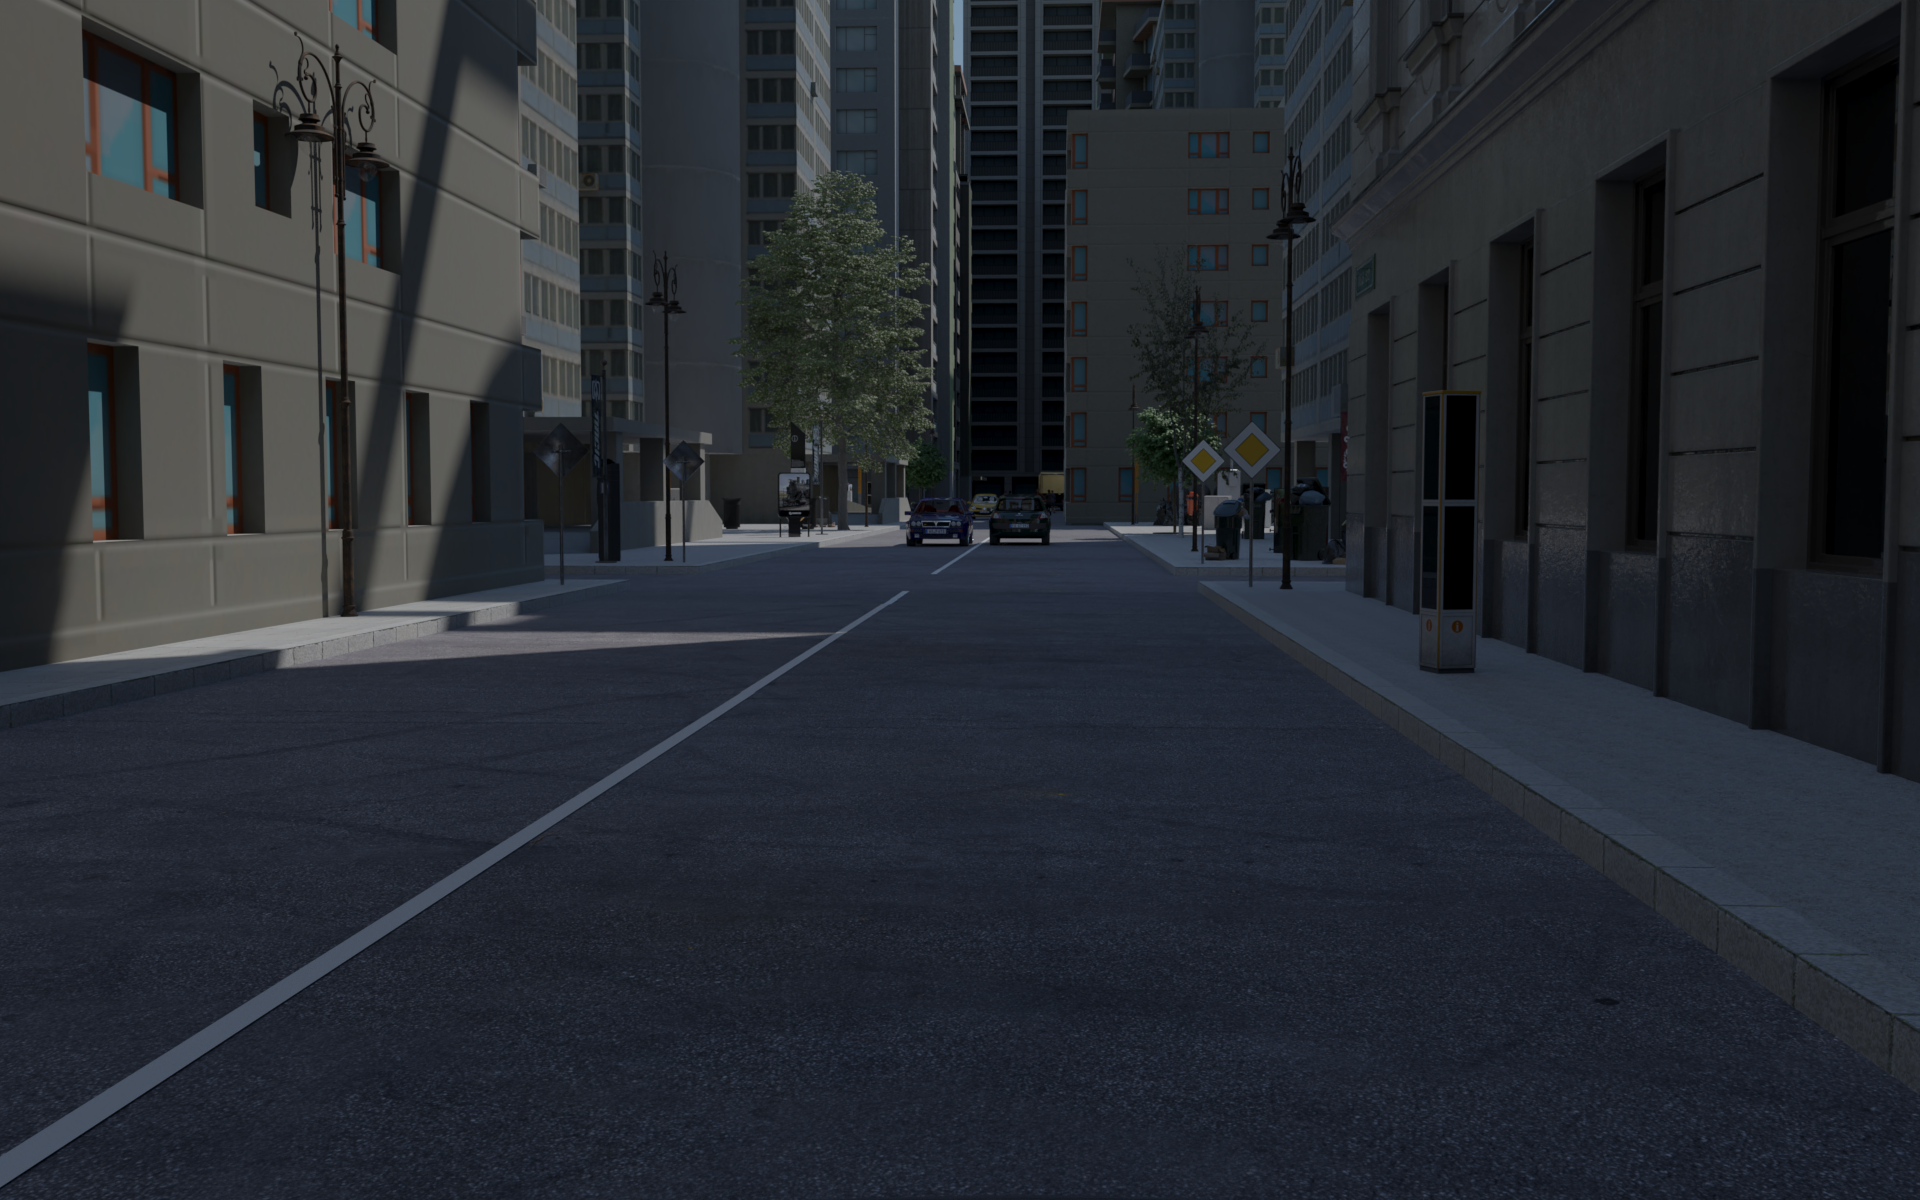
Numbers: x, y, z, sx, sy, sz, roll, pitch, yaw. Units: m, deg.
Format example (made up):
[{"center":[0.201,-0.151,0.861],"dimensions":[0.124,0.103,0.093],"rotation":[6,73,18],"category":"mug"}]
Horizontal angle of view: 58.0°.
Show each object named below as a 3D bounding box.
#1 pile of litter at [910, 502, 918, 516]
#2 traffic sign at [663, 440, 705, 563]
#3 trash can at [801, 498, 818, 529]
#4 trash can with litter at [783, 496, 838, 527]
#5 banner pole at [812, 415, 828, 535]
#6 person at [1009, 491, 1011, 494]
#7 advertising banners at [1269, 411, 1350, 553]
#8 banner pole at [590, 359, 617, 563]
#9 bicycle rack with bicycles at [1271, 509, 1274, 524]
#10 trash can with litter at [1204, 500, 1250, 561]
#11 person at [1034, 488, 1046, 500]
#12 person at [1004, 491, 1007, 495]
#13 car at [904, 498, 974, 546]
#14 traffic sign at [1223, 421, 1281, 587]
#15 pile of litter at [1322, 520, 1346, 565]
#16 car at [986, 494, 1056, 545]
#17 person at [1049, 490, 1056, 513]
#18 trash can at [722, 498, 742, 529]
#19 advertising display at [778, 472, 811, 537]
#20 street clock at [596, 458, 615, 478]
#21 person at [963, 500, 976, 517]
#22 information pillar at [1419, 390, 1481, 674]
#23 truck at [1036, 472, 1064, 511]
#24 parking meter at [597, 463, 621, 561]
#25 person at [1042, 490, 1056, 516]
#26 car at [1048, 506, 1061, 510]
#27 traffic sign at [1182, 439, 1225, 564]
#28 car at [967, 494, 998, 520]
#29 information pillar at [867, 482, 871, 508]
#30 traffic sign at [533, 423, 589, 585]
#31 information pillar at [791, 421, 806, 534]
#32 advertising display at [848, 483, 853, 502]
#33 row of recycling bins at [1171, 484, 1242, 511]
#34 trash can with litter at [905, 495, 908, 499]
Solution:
[{"center":[-2.395,-5.231,99.493],"dimensions":[1.719,0.858,1.176],"rotation":[-3,5,-43],"category":"pile of litter"},{"center":[-5.166,-1.758,32.384],"dimensions":[0.795,2.450,0.064],"rotation":[0,4,3],"category":"traffic sign"},{"center":[-5.543,-3.147,63.099],"dimensions":[0.748,1.137,0.748],"rotation":[0,3,0],"category":"trash can"},{"center":[-5.689,-3.419,66.961],"dimensions":[2.233,1.210,1.678],"rotation":[0,4,6],"category":"trash can with litter"},{"center":[-4.490,-3.968,54.891],"dimensions":[0.401,3.779,0.863],"rotation":[-2,4,-32],"category":"banner pole"},{"center":[4.415,-8.630,150.279],"dimensions":[0.721,1.739,1.217],"rotation":[-3,5,-43],"category":"person"},{"center":[7.634,-2.501,37.079],"dimensions":[2.074,3.025,0.090],"rotation":[2,4,31],"category":"advertising banners"},{"center":[-6.645,-2.567,31.992],"dimensions":[0.401,3.779,0.863],"rotation":[1,4,10],"category":"banner pole"},{"center":[12.823,-3.789,75.325],"dimensions":[2.852,0.926,2.925],"rotation":[-2,4,-29],"category":"bicycle rack with bicycles"},{"center":[5.168,-1.364,33.696],"dimensions":[0.624,1.170,1.055],"rotation":[2,4,31],"category":"trash can with litter"},{"center":[5.480,-6.953,122.141],"dimensions":[1.348,1.831,0.705],"rotation":[1,4,19],"category":"person"},{"center":[4.418,-9.820,169.767],"dimensions":[1.217,1.736,0.721],"rotation":[2,4,29],"category":"person"},{"center":[-0.548,-2.205,48.638],"dimensions":[1.945,1.354,3.894],"rotation":[0,4,3],"category":"car"},{"center":[4.010,-1.236,23.848],"dimensions":[0.795,2.450,0.064],"rotation":[0,4,3],"category":"traffic sign"},{"center":[7.425,-1.099,31.928],"dimensions":[1.719,0.858,1.176],"rotation":[-1,4,-10],"category":"pile of litter"},{"center":[1.739,-2.443,49.737],"dimensions":[2.009,1.686,4.222],"rotation":[0,4,3],"category":"car"},{"center":[6.895,-7.333,129.307],"dimensions":[0.541,1.710,0.530],"rotation":[1,4,16],"category":"person"},{"center":[-8.364,-3.170,63.482],"dimensions":[0.748,1.137,0.748],"rotation":[0,3,0],"category":"trash can"},{"center":[-4.942,-2.839,51.626],"dimensions":[0.974,1.923,0.123],"rotation":[-1,4,-14],"category":"advertising display"},{"center":[-7.201,-1.875,35.224],"dimensions":[0.471,2.002,0.358],"rotation":[-1,4,-19],"category":"street clock"},{"center":[0.164,-3.948,78.542],"dimensions":[0.738,1.151,1.012],"rotation":[-2,4,-32],"category":"person"},{"center":[3.518,-0.487,12.455],"dimensions":[0.304,2.012,0.304],"rotation":[-1,4,-12],"category":"information pillar"},{"center":[8.188,-9.410,149.779],"dimensions":[3.469,3.379,9.791],"rotation":[0,4,4],"category":"truck"},{"center":[-6.697,-1.670,33.017],"dimensions":[0.399,1.863,0.255],"rotation":[2,4,29],"category":"parking meter"},{"center":[5.857,-6.470,115.006],"dimensions":[1.217,1.735,0.721],"rotation":[-2,4,-27],"category":"person"},{"center":[8.709,-9.272,161.813],"dimensions":[2.015,1.641,3.980],"rotation":[0,4,3],"category":"car"},{"center":[4.462,-1.723,31.820],"dimensions":[0.795,2.450,0.064],"rotation":[0,4,3],"category":"traffic sign"},{"center":[1.455,-5.347,97.648],"dimensions":[2.015,1.641,3.980],"rotation":[0,4,3],"category":"car"},{"center":[-5.471,-6.129,104.708],"dimensions":[0.304,2.012,0.304],"rotation":[0,4,-5],"category":"information pillar"},{"center":[-5.618,-1.270,24.412],"dimensions":[0.795,2.450,0.064],"rotation":[0,4,3],"category":"traffic sign"},{"center":[-5.201,-3.926,55.549],"dimensions":[0.504,3.616,0.183],"rotation":[1,4,16],"category":"information pillar"},{"center":[-6.616,-6.025,103.722],"dimensions":[0.123,1.923,0.974],"rotation":[1,4,11],"category":"advertising display"},{"center":[10.540,-3.981,72.202],"dimensions":[3.534,1.692,1.069],"rotation":[1,4,11],"category":"row of recycling bins"},{"center":[-3.047,-5.729,104.721],"dimensions":[2.233,1.210,1.678],"rotation":[1,4,20],"category":"trash can with litter"}]
